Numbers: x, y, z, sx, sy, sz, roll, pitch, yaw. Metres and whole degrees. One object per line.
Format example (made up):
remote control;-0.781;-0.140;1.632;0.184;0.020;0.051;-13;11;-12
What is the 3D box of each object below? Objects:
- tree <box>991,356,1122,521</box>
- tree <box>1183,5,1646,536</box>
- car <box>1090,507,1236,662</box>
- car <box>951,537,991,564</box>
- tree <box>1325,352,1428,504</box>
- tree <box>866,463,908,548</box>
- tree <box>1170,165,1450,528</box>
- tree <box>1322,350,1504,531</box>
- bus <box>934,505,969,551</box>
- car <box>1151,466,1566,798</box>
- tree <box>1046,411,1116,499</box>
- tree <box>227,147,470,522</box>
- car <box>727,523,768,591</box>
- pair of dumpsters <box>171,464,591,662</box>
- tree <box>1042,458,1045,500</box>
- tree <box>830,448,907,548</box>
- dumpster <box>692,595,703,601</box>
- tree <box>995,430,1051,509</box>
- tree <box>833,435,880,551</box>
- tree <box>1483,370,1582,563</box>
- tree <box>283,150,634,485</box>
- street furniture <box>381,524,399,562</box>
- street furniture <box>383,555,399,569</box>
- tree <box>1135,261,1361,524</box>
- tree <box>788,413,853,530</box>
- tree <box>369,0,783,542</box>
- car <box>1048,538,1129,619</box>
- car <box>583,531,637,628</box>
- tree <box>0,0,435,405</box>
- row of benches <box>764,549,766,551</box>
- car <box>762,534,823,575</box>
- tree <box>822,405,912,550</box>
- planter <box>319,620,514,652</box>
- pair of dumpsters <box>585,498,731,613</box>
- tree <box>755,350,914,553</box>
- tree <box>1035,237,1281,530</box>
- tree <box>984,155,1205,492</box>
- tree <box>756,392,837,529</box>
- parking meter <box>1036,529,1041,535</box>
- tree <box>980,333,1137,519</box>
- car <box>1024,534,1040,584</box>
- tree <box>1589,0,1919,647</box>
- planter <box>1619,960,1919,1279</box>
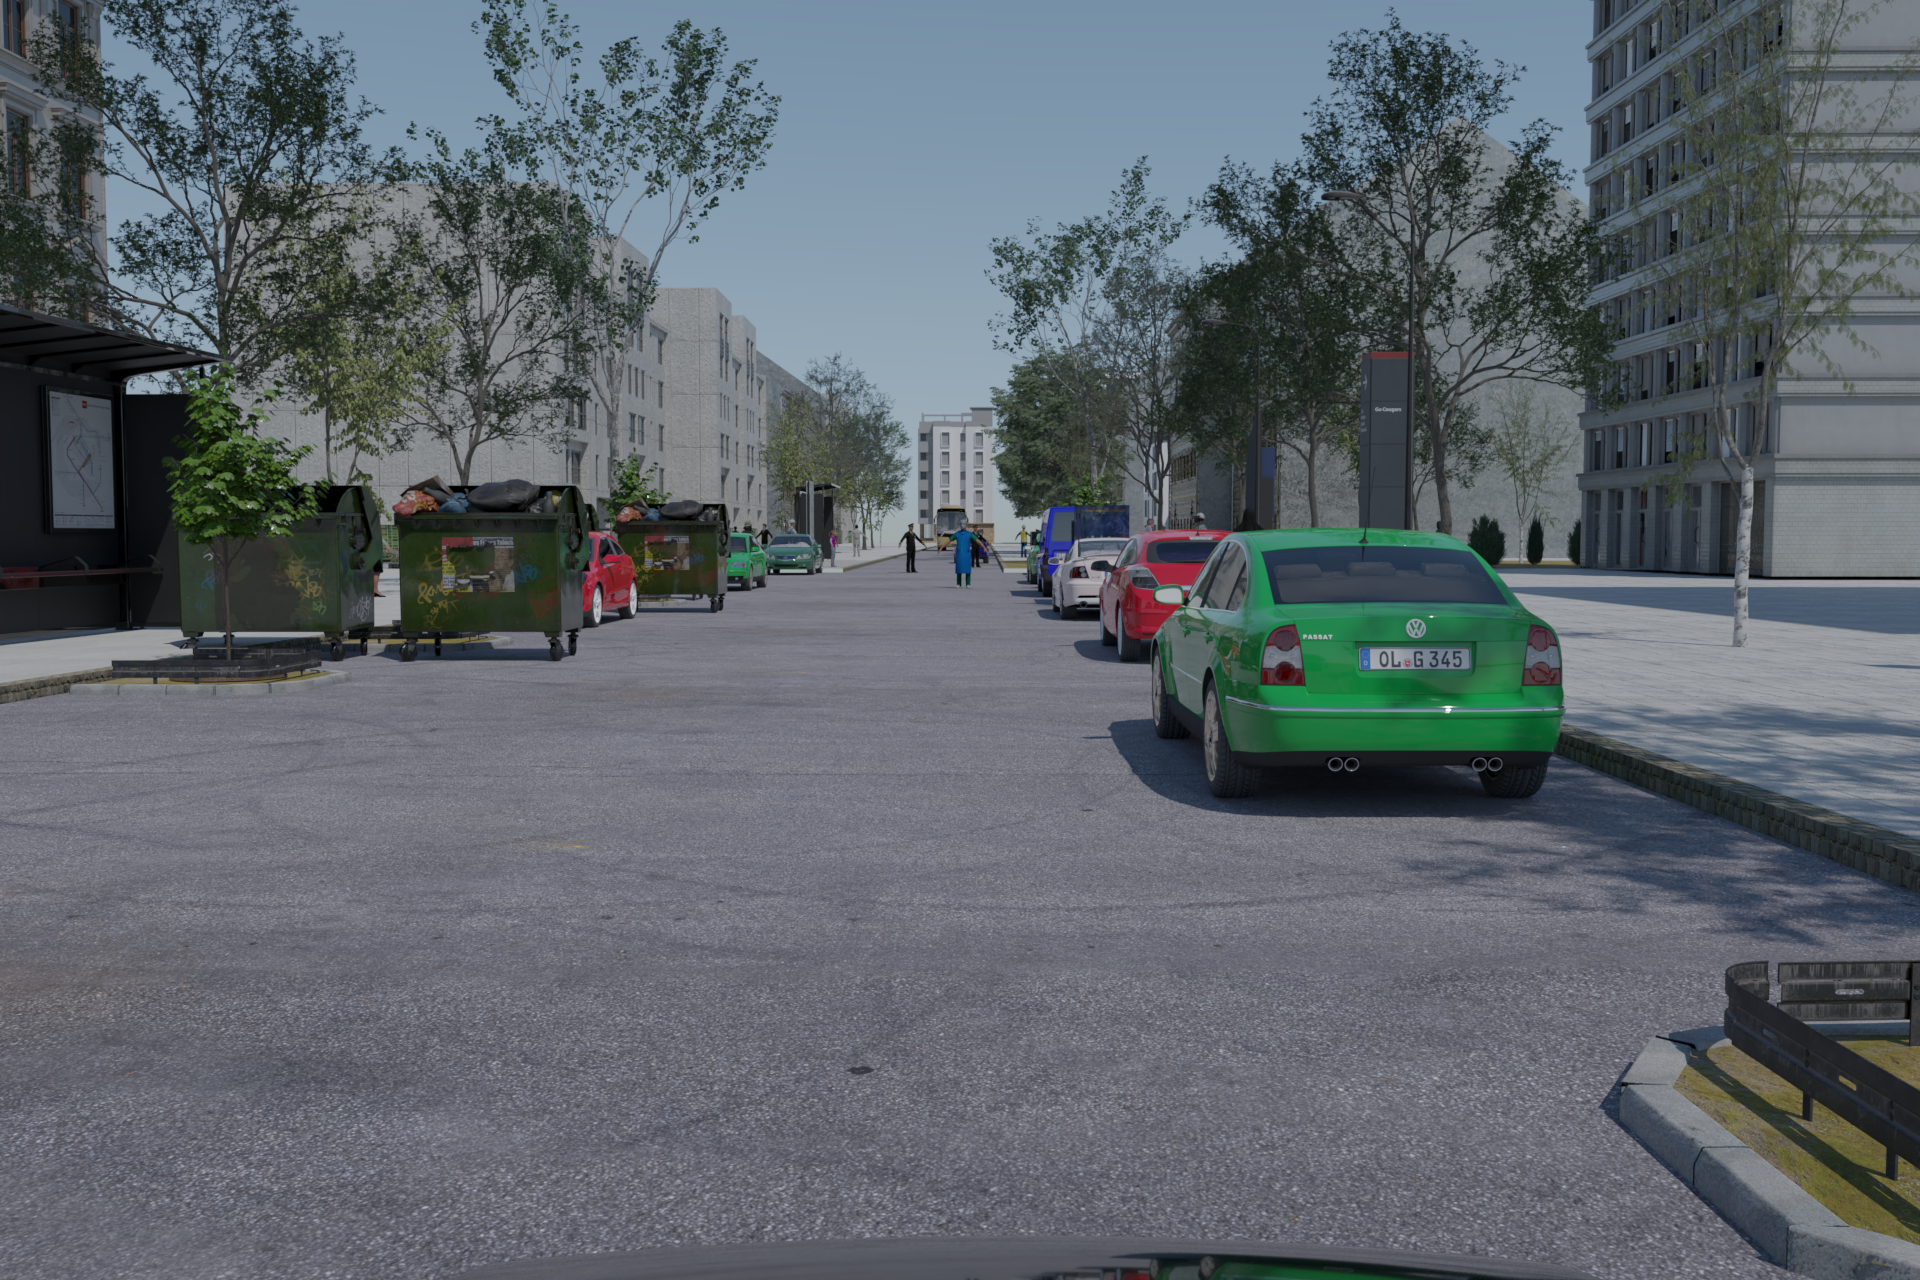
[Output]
tree;6.768;-13.151;121.668;9.857;13.997;8.962;0;3;0
tree;8.454;-5.879;30.538;8.767;10.594;7.601;-3;4;-37
car;2.686;-0.727;20.928;2.155;1.783;4.494;0;4;0
car;0.550;-4.458;85.475;1.945;1.354;3.894;0;3;0
tree;16.740;-7.358;70.662;4.737;8.622;4.395;0;3;0
tree;-7.256;-12.950;162.100;4.737;8.622;4.395;0;3;0
tree;8.847;-6.720;44.286;7.601;10.594;8.767;1;4;12
tree;22.034;-9.117;83.475;8.767;10.594;7.601;0;4;-7
bus;-0.676;-9.625;148.918;2.896;3.916;12.252;0;4;1
car;2.247;-0.121;10.770;1.959;1.807;4.718;0;3;0
tree;6.721;-9.262;101.797;4.360;8.622;3.978;0;3;0
tree;-12.069;-5.112;33.941;4.737;8.622;4.395;0;3;0
car;-6.092;-2.213;44.971;1.959;1.807;4.718;0;4;1
pair of dumpsters;-6.576;-0.911;19.839;4.436;2.255;1.574;0;4;0
tree;8.022;-13.373;153.065;8.767;10.594;7.601;0;4;-6
tree;-8.107;-13.456;154.419;7.601;10.594;8.767;1;4;17
dumpster;-6.431;-1.807;37.763;1.865;1.857;1.264;0;4;1
tree;8.394;-15.808;168.836;12.009;13.543;11.850;0;3;0
tree;-7.854;-10.890;128.411;4.737;8.622;4.395;0;3;0
tree;24.558;-7.673;75.823;4.360;8.622;3.978;0;3;0
tree;-12.486;-6.635;42.898;8.767;10.594;7.601;-1;4;-16
street furniture;-27.148;-4.360;78.138;9.812;1.723;11.010;-1;4;-12
street furniture;-17.264;-3.508;64.212;11.010;1.723;9.812;2;4;32
tree;9.401;-7.441;56.079;7.601;10.594;8.767;-3;5;-41
tree;-8.130;-9.439;104.694;4.360;8.622;3.978;0;3;0
tree;-13.395;-12.461;59.626;12.611;20.169;13.585;0;3;0
car;2.619;-1.107;30.469;2.083;1.381;4.827;0;4;0
car;-6.416;-1.150;27.836;2.155;1.783;4.494;0;4;1
tree;-12.158;-5.670;27.113;8.767;10.594;7.601;0;4;3
row of benches;-7.950;-3.523;73.062;1.422;0.672;4.104;1;4;13
car;-5.974;-3.075;62.068;2.131;1.459;4.920;0;4;1
tree;-7.605;-13.040;138.958;9.928;11.665;9.643;0;3;0
planter;-6.818;-0.058;22.088;1.991;0.319;1.994;0;4;2
pair of dumpsters;-6.484;-1.641;31.780;4.436;2.255;1.574;0;4;1
tree;-8.632;-12.604;116.453;12.009;13.543;11.850;0;3;0
tree;8.353;-9.932;72.750;12.009;13.543;11.850;0;3;0
tree;7.124;-14.229;88.526;12.611;20.169;13.585;0;3;0
tree;-8.819;-8.590;90.802;4.737;8.622;4.395;0;3;0
parking meter;3.846;-4.618;83.909;0.372;1.533;0.369;0;3;0
tree;6.447;-12.420;109.728;9.857;13.997;8.962;0;3;0
car;2.879;-2.564;50.724;1.959;1.807;4.718;0;4;0
tree;8.667;-4.217;19.305;4.360;8.622;3.978;0;3;0
planter;2.603;1.058;3.840;1.991;0.319;1.994;0;4;0
